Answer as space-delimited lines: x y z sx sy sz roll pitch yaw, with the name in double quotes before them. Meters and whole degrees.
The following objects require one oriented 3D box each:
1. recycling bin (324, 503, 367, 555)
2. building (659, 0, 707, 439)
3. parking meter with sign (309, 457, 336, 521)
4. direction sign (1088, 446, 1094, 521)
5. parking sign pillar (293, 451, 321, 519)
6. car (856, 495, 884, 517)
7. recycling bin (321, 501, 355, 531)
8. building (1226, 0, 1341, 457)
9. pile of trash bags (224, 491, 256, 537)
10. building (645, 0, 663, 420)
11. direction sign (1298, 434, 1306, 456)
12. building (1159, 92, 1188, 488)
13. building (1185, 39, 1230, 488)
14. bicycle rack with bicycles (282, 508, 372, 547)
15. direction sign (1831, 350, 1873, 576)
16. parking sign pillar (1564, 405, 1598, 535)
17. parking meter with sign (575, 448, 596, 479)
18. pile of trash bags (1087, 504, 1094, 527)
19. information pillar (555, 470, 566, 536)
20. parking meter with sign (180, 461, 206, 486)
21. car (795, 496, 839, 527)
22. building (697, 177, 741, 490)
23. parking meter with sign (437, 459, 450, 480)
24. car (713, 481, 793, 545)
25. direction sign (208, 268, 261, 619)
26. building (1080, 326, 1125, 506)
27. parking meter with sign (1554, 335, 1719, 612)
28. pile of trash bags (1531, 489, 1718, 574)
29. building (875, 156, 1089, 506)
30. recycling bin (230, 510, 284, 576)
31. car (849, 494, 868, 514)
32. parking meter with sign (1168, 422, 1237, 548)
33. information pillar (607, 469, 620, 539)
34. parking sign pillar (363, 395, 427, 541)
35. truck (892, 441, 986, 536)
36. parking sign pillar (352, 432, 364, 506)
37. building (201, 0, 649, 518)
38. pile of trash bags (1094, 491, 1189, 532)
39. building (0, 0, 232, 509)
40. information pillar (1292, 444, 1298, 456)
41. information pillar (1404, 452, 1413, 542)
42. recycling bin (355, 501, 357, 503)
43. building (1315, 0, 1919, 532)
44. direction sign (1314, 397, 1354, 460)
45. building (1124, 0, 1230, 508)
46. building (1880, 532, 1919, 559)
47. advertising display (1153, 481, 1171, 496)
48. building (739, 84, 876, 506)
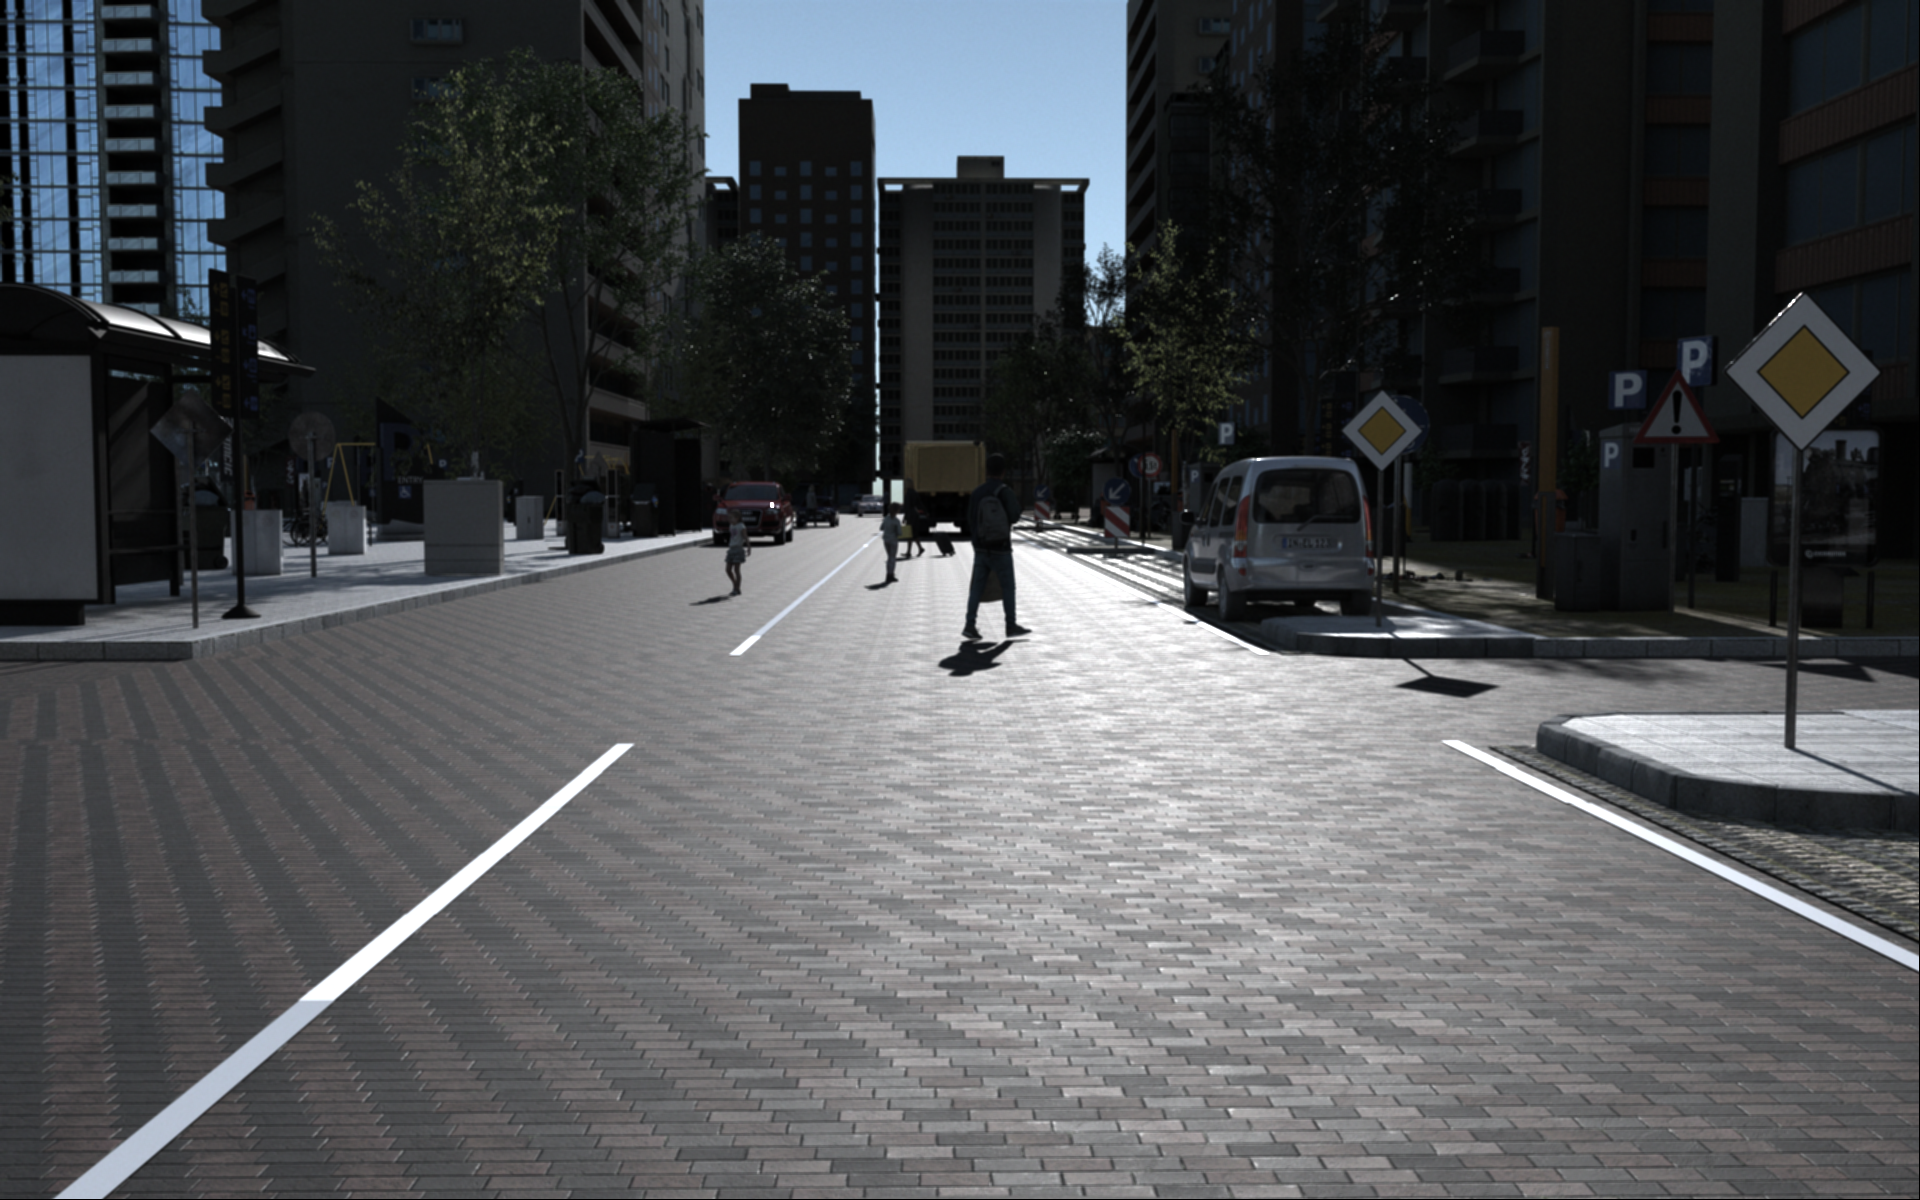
"recycling bin" -13.084 -1.494 36.985 0.722 1.027 0.722 -1 4 -13
"building" -35.538 -33.806 141.962 27.495 52.752 28.713 0 4 -1
"parking meter with sign" -30.233 -5.244 81.996 1.738 3.016 0.543 3 4 38
"direction sign" 6.146 -5.448 81.064 0.876 3.537 0.379 3 5 44
"parking sign pillar" -33.773 -6.186 89.614 1.447 3.967 1.447 -3 5 -43
"car" -5.589 -6.023 110.843 2.083 1.381 4.827 0 4 -3
"recycling bin" -20.997 -2.797 58.288 0.722 1.027 0.722 3 4 38
"building" 23.567 -27.492 99.613 14.600 45.320 14.200 0 4 -1
"pile of trash bags" -22.245 -2.559 51.594 1.912 1.369 3.447 1 4 16
"building" -28.607 -28.698 119.317 14.600 45.320 14.200 0 4 -1
"direction sign" 13.097 -4.464 64.989 0.876 3.537 0.379 2 4 35
"building" 21.560 -21.807 128.242 14.160 30.474 14.107 0 4 -1
"building" 23.219 -20.947 114.189 14.160 30.474 14.107 0 4 -1
"bicycle rack with bicycles" -15.962 -1.808 42.946 2.925 0.926 2.852 -2 4 -33
"direction sign" 13.951 -2.150 27.155 0.876 3.537 0.379 -2 4 -26
"parking sign pillar" 18.849 -3.949 53.034 1.447 3.967 1.447 2 4 30
"parking meter with sign" -13.859 -4.226 65.362 1.738 3.016 0.543 3 4 38
"pile of trash bags" 5.807 -3.496 66.907 1.912 1.369 3.447 1 4 11
"information pillar" -12.162 -2.970 53.049 0.304 2.012 0.304 2 4 31
"parking meter with sign" -18.330 -2.709 40.555 1.738 3.016 0.543 0 4 0
"car" -6.266 -3.894 76.250 1.945 1.354 3.894 0 4 -1
"building" -36.435 -31.125 200.770 23.993 40.220 32.217 0 4 -1
"parking meter with sign" -25.279 -5.502 86.218 1.738 3.016 0.543 3 5 40
"car" -6.013 -2.568 50.665 2.281 1.827 5.304 0 4 -2
"direction sign" -7.468 -1.584 17.895 0.379 3.537 0.876 0 4 6
"building" 28.807 -21.750 200.644 28.899 21.520 27.650 0 4 -1
"parking meter with sign" 7.417 -1.395 19.075 1.738 3.016 0.543 -1 4 -19
"pile of trash bags" 11.405 -1.200 29.374 3.447 1.369 1.912 3 4 38
"building" 2.325 -31.185 201.750 23.993 40.220 32.217 0 4 -1
"recycling bin" -11.190 -0.919 27.583 0.722 1.027 0.722 -1 4 -18
"car" -6.947 -6.909 124.970 2.014 1.417 4.499 0 4 1
"parking meter with sign" 5.843 -2.771 41.568 1.738 3.016 0.543 -3 4 -38
"information pillar" -10.003 -2.782 49.980 0.304 2.012 0.304 0 4 5
"parking sign pillar" -15.346 -3.617 47.610 1.447 3.967 1.447 -3 4 -37
"truck" -0.664 -4.056 62.243 3.469 3.379 9.791 0 4 -3
"parking sign pillar" -25.736 -5.321 75.465 1.447 3.967 1.447 3 5 39
"building" -30.739 -29.210 101.278 21.300 48.544 21.600 0 4 -1
"pile of trash bags" 6.573 -3.026 59.225 1.912 1.369 3.447 -3 5 -39
"building" -65.866 -50.751 142.444 31.000 86.520 22.319 0 4 -1
"information pillar" 15.683 -5.501 81.292 0.183 3.616 0.504 -1 4 -14
"information pillar" 11.923 -3.347 46.076 0.183 3.616 0.504 0 4 -1
"recycling bin" -23.625 -3.313 66.729 0.722 1.027 0.722 -1 4 -23
"building" 28.163 -25.851 77.294 22.147 44.769 28.867 0 4 -1
"direction sign" 8.873 -2.988 40.854 0.876 3.537 0.379 3 5 44
"building" 25.767 -31.935 145.840 21.300 48.544 21.600 0 4 -1
"building" 31.284 -23.380 36.886 28.867 44.769 22.147 0 4 -1
"advertising display" 9.924 -4.876 84.935 0.974 1.923 0.123 2 4 31
"building" -16.608 -33.182 192.640 14.200 45.320 14.600 0 4 -1
